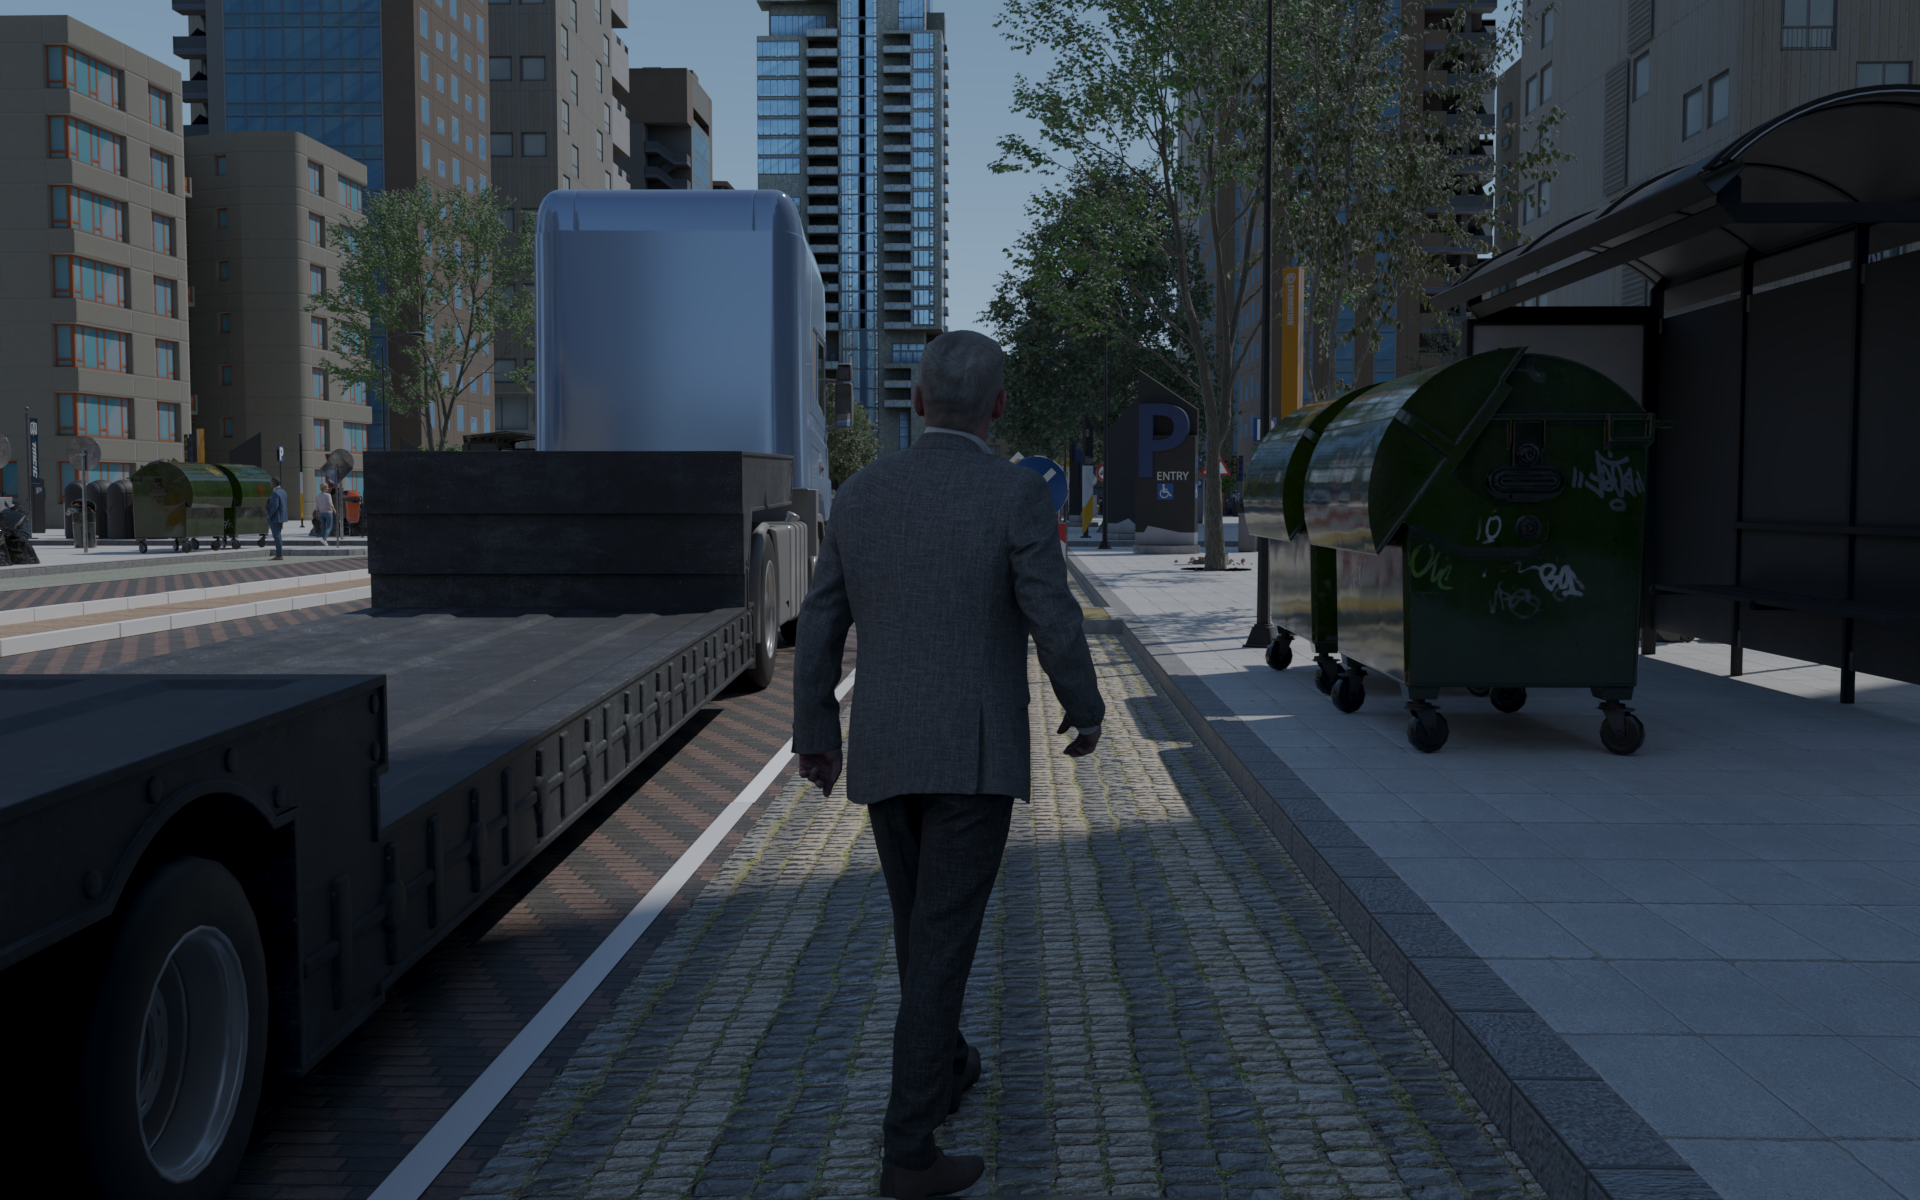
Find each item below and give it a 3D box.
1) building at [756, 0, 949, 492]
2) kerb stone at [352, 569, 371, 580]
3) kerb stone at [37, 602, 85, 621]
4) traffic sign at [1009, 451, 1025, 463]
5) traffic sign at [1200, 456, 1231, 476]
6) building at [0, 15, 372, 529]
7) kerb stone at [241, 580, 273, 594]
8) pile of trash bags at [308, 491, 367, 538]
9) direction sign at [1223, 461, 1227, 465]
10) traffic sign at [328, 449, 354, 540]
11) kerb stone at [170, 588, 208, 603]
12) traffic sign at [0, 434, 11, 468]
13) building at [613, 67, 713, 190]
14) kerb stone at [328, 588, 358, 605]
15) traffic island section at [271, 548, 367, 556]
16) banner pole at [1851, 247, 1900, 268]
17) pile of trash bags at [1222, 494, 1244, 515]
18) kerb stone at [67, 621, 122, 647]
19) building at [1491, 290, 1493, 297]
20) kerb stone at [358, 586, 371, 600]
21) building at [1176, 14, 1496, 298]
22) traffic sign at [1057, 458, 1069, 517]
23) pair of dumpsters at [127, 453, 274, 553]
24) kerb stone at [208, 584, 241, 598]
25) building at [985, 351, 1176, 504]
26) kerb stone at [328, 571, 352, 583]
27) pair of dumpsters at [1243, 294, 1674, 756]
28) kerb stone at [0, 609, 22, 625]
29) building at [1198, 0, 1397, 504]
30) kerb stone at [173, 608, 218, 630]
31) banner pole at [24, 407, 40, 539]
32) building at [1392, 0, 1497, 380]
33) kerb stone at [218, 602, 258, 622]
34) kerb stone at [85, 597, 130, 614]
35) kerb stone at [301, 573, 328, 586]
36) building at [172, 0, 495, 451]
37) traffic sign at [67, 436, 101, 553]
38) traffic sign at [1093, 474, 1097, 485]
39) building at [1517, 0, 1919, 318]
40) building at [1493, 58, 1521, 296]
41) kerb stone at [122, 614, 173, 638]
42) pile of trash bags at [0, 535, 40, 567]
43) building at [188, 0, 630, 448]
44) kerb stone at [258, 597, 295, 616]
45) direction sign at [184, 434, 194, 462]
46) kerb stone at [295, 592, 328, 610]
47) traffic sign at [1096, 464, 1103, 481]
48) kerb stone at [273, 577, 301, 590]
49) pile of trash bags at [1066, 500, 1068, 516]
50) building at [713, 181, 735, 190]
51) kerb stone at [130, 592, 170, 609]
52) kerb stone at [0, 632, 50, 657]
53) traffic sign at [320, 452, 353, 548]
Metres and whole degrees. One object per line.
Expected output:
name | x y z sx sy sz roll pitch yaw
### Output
building | -14.538 -56.176 231.142 31.000 86.520 22.319 0 4 2
kerb stone | -10.126 -0.424 29.134 0.120 0.150 1.000 0 4 2
kerb stone | -10.416 0.139 19.917 0.120 0.150 1.000 0 4 2
traffic sign | 1.368 -2.265 40.669 0.795 2.450 0.064 0 4 2
traffic sign | 7.346 -3.049 49.862 0.884 2.594 0.081 0 4 4
building | -45.501 -14.227 77.657 27.650 21.520 28.899 0 4 2
kerb stone | -10.249 -0.173 25.035 0.120 0.150 1.000 0 4 2
pile of trash bags | -18.475 -2.595 52.179 1.912 1.369 3.447 -2 4 -27
direction sign | 18.287 -7.678 117.537 0.876 3.537 0.379 0 4 -6
traffic sign | -17.387 -2.968 48.641 0.768 2.556 0.104 0 4 7
kerb stone | -10.317 -0.048 22.992 0.120 0.150 1.000 0 4 2
traffic sign | -19.965 -2.182 35.785 0.768 2.556 0.104 0 4 5
building | -33.835 -32.394 179.749 14.200 45.320 14.600 0 4 2
kerb stone | -8.221 -0.035 22.854 0.120 0.150 1.000 0 4 2
traffic island section | -14.842 -1.161 41.259 2.009 0.180 2.903 0 4 2
banner pole | 7.044 -1.427 13.354 0.863 3.779 0.401 -2 4 -34
pile of trash bags | 16.318 -5.784 104.323 1.912 1.369 3.447 2 4 32
kerb stone | -8.427 0.337 16.707 0.120 0.150 1.000 0 4 2
building | 65.015 -27.822 226.585 14.107 30.474 14.160 0 4 2
kerb stone | -8.195 -0.103 23.875 0.120 0.150 1.000 0 4 2
building | 35.960 -35.546 170.421 28.713 52.752 27.495 0 4 2
traffic sign | 6.086 -6.275 96.476 2.265 3.308 0.079 0 4 6
pair of dumpsters | -17.184 -2.256 39.387 1.574 2.255 4.437 0 4 2
kerb stone | -10.286 -0.102 24.014 0.120 0.150 1.000 0 4 2
building | 16.033 -23.836 234.751 28.899 21.520 27.650 0 4 2
kerb stone | -10.159 -0.362 28.113 0.120 0.150 1.000 0 4 2
pair of dumpsters | 2.792 -0.490 10.506 1.574 2.255 4.437 0 4 2
kerb stone | -10.445 0.204 18.893 0.120 0.150 1.000 0 4 2
building | 28.349 -30.563 149.819 14.600 45.320 14.200 0 4 2
kerb stone | -8.353 0.211 18.754 0.120 0.150 1.000 0 4 2
banner pole | -26.701 -3.660 49.859 0.401 3.779 0.863 0 4 -3
building | 26.509 -28.456 115.368 14.600 45.320 14.200 0 4 2
kerb stone | -8.324 0.153 19.776 0.120 0.150 1.000 0 4 2
kerb stone | -10.385 0.080 20.946 0.120 0.150 1.000 0 4 2
kerb stone | -10.191 -0.299 27.092 0.120 0.150 1.000 0 4 2
building | -37.757 -27.895 106.197 14.600 45.320 14.200 0 4 2
traffic sign | -19.124 -2.306 37.817 0.768 2.556 0.104 0 4 3
traffic sign | 8.096 -6.543 107.084 0.768 2.556 0.104 0 4 4
building | 40.894 -29.626 73.623 27.495 52.752 28.713 0 4 2
building | 66.700 -33.578 172.698 21.600 48.544 21.300 0 4 2
kerb stone | -8.390 0.273 17.732 0.120 0.150 1.000 0 4 2
pile of trash bags | -18.484 -1.320 31.327 3.447 1.369 1.912 1 4 15
building | -41.969 -33.570 138.107 28.713 52.752 27.495 0 4 2
kerb stone | -8.290 0.085 20.802 0.120 0.150 1.000 0 4 2
direction sign | -29.089 -4.489 65.385 0.379 3.537 0.876 -3 5 -43
kerb stone | -8.258 0.022 21.832 0.120 0.150 1.000 0 4 2
traffic sign | 5.982 -4.356 71.330 0.768 2.556 0.104 0 4 5
kerb stone | -10.224 -0.236 26.062 0.120 0.150 1.000 0 4 2
pile of trash bags | 6.415 -5.608 101.450 3.447 1.369 1.912 1 4 17
building | -44.580 -35.451 234.255 28.867 44.769 22.147 0 4 2
kerb stone | -10.355 0.022 21.970 0.120 0.150 1.000 0 4 2
kerb stone | -8.447 0.398 15.685 0.120 0.150 1.000 0 4 2
traffic sign | -14.818 -2.297 41.197 0.795 2.450 0.064 0 4 2
